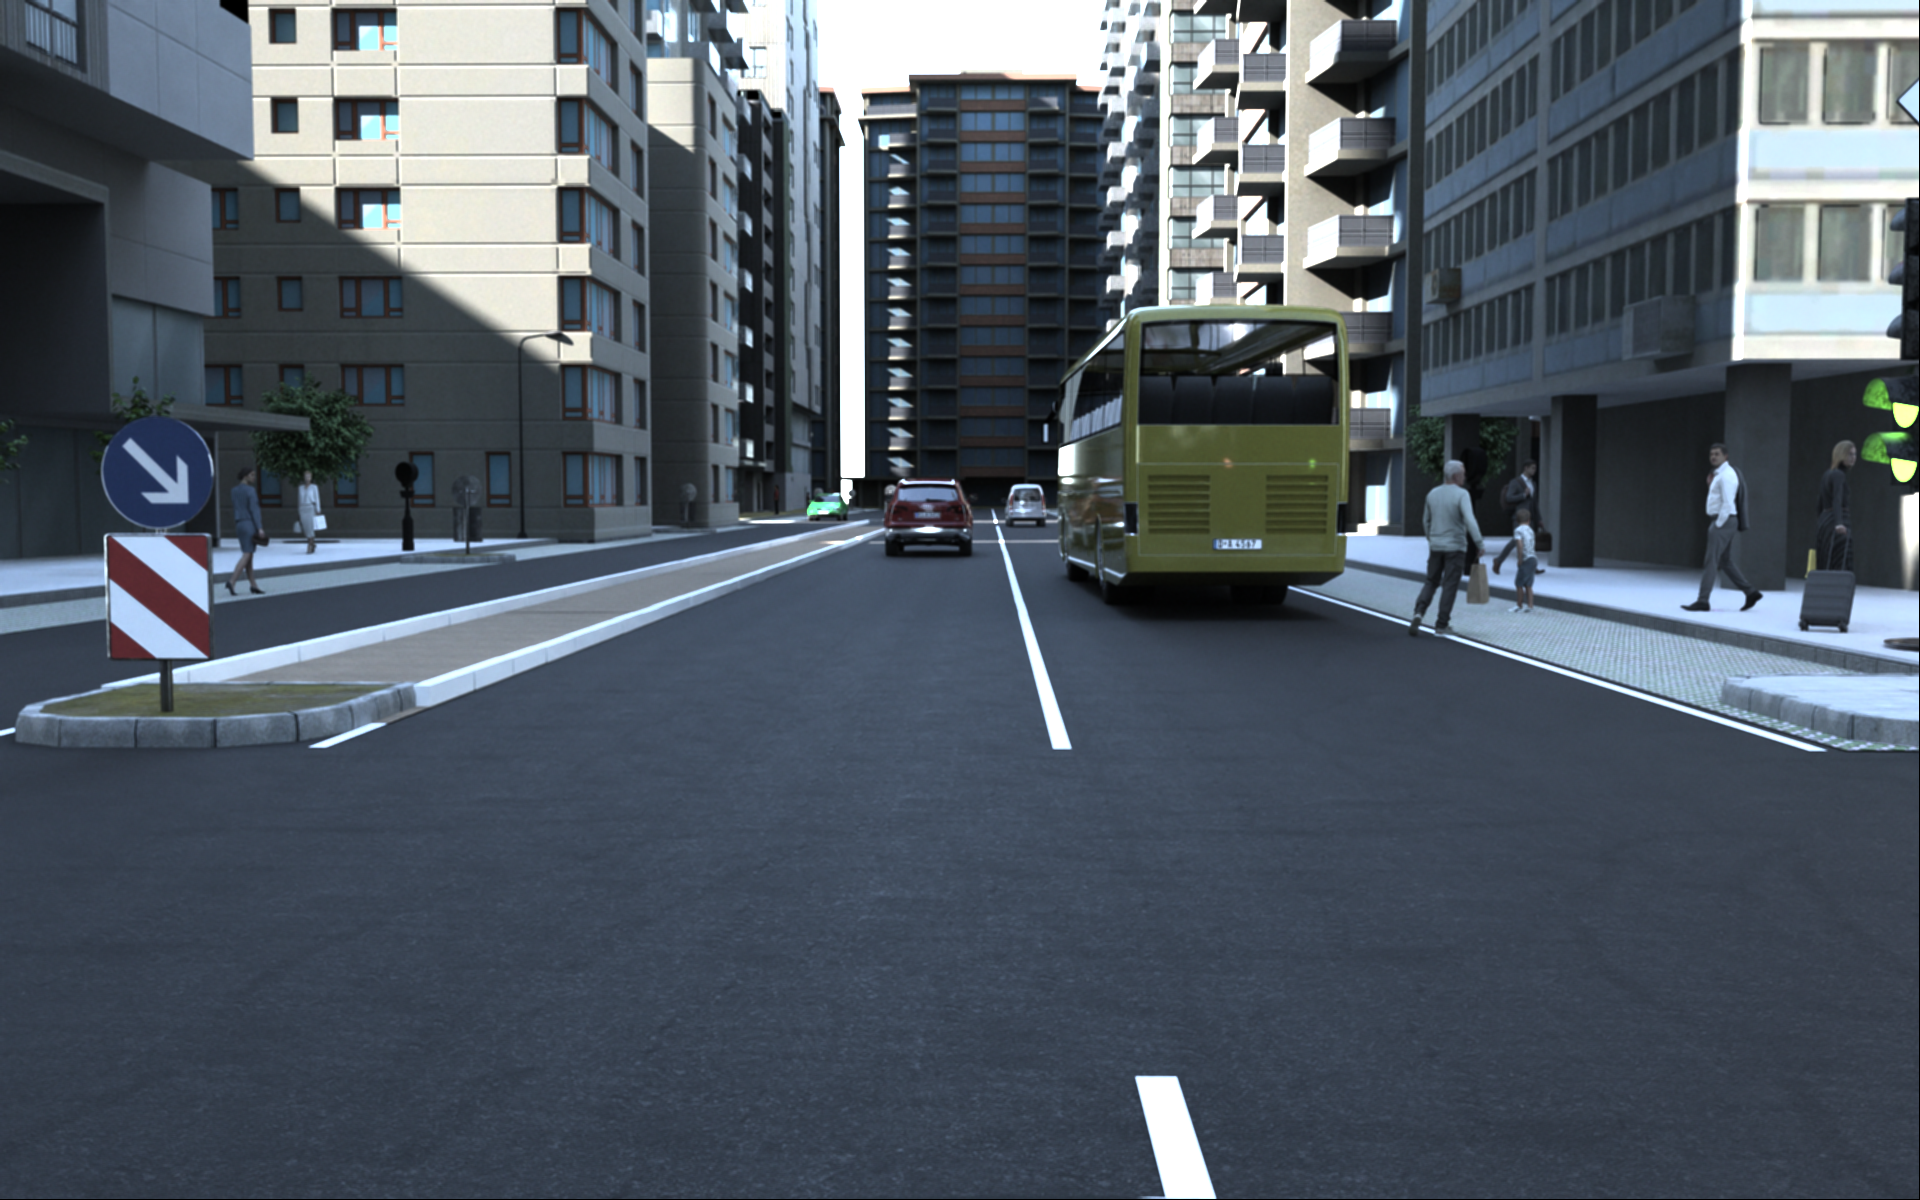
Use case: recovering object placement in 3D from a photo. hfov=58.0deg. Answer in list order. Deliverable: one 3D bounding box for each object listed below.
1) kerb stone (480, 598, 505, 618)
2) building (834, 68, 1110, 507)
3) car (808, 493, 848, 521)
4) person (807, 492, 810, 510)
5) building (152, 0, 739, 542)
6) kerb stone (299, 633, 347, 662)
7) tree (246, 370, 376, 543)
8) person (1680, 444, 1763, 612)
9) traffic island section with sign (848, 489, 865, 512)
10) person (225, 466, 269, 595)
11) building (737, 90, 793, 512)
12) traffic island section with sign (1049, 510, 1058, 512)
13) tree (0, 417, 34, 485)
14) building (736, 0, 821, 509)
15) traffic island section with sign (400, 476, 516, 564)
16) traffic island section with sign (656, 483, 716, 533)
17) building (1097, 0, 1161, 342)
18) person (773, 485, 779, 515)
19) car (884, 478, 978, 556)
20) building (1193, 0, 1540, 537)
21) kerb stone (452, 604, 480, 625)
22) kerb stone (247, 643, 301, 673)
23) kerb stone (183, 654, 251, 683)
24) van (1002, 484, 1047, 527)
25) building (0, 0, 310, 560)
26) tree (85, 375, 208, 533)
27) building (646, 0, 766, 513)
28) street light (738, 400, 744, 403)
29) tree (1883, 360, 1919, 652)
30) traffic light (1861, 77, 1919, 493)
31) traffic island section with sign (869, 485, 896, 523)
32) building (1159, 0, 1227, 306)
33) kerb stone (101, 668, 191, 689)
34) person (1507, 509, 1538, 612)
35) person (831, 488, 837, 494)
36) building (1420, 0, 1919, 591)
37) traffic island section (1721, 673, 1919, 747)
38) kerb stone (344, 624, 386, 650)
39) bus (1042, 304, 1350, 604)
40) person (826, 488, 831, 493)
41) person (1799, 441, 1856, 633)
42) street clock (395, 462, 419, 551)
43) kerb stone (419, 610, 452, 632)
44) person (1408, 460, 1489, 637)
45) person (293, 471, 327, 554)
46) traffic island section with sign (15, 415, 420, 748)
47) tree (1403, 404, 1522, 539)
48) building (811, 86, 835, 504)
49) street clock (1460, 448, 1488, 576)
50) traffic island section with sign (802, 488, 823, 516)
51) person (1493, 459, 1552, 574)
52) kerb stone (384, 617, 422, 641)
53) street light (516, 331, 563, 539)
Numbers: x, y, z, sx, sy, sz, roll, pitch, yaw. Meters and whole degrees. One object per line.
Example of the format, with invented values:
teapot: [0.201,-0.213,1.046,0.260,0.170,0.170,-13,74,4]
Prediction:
kerb stone: [-5.568,0.115,20.334,0.120,0.150,1.000,0,4,1]
building: [2.564,-32.204,181.152,28.867,44.769,22.147,0,4,1]
car: [-6.997,-5.092,92.052,1.959,1.807,4.718,0,4,2]
person: [-12.068,-7.868,137.946,0.557,1.426,1.065,-1,4,-18]
building: [-24.081,-13.374,63.709,27.650,21.520,28.899,0,4,1]
kerb stone: [-5.647,0.428,15.205,0.120,0.150,1.000,0,4,1]
tree: [-17.203,-3.800,45.847,4.285,4.588,4.351,0,3,0]
person: [8.356,-0.785,18.973,0.850,1.850,0.679,1,4,15]
traffic island section with sign: [-8.762,-8.093,140.956,1.989,1.847,2.006,0,4,1]
person: [-10.135,-0.978,24.507,0.654,1.822,0.581,-3,5,-44]
building: [-19.852,-21.566,124.309,14.160,30.474,14.107,0,4,1]
traffic island section with sign: [8.255,-8.074,140.641,1.989,1.847,2.006,0,4,1]
tree: [-12.999,-1.711,22.578,1.663,3.219,1.824,0,3,0]
building: [-26.094,-34.091,146.630,27.495,52.752,28.713,0,4,1]
traffic island section with sign: [-10.439,-1.692,36.298,1.989,1.847,2.006,0,4,1]
traffic island section with sign: [-10.001,-3.357,63.509,1.989,1.847,2.006,0,4,1]
building: [23.122,-32.132,144.962,23.786,49.044,30.456,0,4,1]
person: [-11.431,-6.214,107.584,0.705,1.831,1.348,-1,4,-12]
car: [-0.712,-2.020,41.696,2.281,1.827,5.304,0,4,1]
building: [20.493,-25.060,64.359,22.147,44.769,28.867,0,4,1]
kerb stone: [-5.583,0.177,19.307,0.120,0.150,1.000,0,4,1]
kerb stone: [-5.675,0.490,14.183,0.120,0.150,1.000,0,4,1]
kerb stone: [-5.682,0.553,13.160,0.120,0.150,1.000,0,4,1]
van: [2.899,-4.288,77.112,2.013,2.044,4.112,0,4,-1]
building: [-29.165,-26.756,26.704,28.713,52.752,27.495,0,4,1]
tree: [-13.416,-2.061,28.295,1.663,3.219,1.824,0,3,0]
building: [-24.390,-29.452,101.149,23.786,49.044,30.456,0,4,1]
street light: [-11.386,-6.942,86.046,1.470,5.913,1.316,0,4,1]
tree: [8.125,-1.196,14.150,1.663,3.219,1.824,0,3,0]
traffic light: [6.122,-1.337,10.783,0.839,4.253,0.868,0,4,1]
traffic island section with sign: [-3.455,-4.754,85.860,2.006,1.907,1.989,0,4,1]
building: [17.548,-19.650,92.972,14.160,30.474,14.107,0,4,1]
kerb stone: [-5.700,0.618,12.133,0.120,0.150,1.000,0,4,1]
person: [6.774,-0.468,20.841,0.332,1.250,0.352,0,4,-1]
person: [-11.299,-9.056,154.039,1.348,1.831,0.705,0,4,-2]
building: [21.624,-20.515,27.305,23.993,40.220,32.217,0,4,1]
traffic island section: [6.162,0.696,10.897,2.009,0.180,2.903,0,4,1]
kerb stone: [-5.640,0.365,16.227,0.120,0.150,1.000,0,4,1]
bus: [3.010,-2.068,25.355,2.896,3.916,12.252,0,4,-1]
person: [-10.957,-8.473,145.027,0.683,1.767,0.568,3,5,41]
person: [8.367,-0.637,16.679,0.699,1.804,1.509,3,5,40]
street clock: [-12.489,-2.115,39.145,0.471,2.002,0.358,1,4,20]
kerb stone: [-5.608,0.240,18.278,0.120,0.150,1.000,0,4,1]
person: [4.914,-0.508,17.285,0.515,1.767,0.782,-3,4,-37]
person: [-13.957,-1.886,37.240,0.694,1.780,0.624,1,4,21]
traffic island section with sign: [-4.657,-0.159,10.731,2.006,1.907,1.989,0,4,1]
tree: [14.279,-4.008,49.244,4.285,4.588,4.351,0,3,0]
building: [-26.813,-32.207,181.213,28.867,44.769,22.147,0,4,1]
street clock: [8.040,-1.381,27.157,0.358,2.002,0.471,-1,4,-13]
traffic island section with sign: [-9.204,-6.385,113.022,1.989,1.847,2.006,0,4,1]
person: [8.946,-1.317,27.545,0.622,1.834,0.822,-3,5,-42]
kerb stone: [-5.612,0.303,17.249,0.120,0.150,1.000,0,4,1]
street light: [-12.027,-4.710,49.546,1.470,5.913,1.316,0,4,1]
